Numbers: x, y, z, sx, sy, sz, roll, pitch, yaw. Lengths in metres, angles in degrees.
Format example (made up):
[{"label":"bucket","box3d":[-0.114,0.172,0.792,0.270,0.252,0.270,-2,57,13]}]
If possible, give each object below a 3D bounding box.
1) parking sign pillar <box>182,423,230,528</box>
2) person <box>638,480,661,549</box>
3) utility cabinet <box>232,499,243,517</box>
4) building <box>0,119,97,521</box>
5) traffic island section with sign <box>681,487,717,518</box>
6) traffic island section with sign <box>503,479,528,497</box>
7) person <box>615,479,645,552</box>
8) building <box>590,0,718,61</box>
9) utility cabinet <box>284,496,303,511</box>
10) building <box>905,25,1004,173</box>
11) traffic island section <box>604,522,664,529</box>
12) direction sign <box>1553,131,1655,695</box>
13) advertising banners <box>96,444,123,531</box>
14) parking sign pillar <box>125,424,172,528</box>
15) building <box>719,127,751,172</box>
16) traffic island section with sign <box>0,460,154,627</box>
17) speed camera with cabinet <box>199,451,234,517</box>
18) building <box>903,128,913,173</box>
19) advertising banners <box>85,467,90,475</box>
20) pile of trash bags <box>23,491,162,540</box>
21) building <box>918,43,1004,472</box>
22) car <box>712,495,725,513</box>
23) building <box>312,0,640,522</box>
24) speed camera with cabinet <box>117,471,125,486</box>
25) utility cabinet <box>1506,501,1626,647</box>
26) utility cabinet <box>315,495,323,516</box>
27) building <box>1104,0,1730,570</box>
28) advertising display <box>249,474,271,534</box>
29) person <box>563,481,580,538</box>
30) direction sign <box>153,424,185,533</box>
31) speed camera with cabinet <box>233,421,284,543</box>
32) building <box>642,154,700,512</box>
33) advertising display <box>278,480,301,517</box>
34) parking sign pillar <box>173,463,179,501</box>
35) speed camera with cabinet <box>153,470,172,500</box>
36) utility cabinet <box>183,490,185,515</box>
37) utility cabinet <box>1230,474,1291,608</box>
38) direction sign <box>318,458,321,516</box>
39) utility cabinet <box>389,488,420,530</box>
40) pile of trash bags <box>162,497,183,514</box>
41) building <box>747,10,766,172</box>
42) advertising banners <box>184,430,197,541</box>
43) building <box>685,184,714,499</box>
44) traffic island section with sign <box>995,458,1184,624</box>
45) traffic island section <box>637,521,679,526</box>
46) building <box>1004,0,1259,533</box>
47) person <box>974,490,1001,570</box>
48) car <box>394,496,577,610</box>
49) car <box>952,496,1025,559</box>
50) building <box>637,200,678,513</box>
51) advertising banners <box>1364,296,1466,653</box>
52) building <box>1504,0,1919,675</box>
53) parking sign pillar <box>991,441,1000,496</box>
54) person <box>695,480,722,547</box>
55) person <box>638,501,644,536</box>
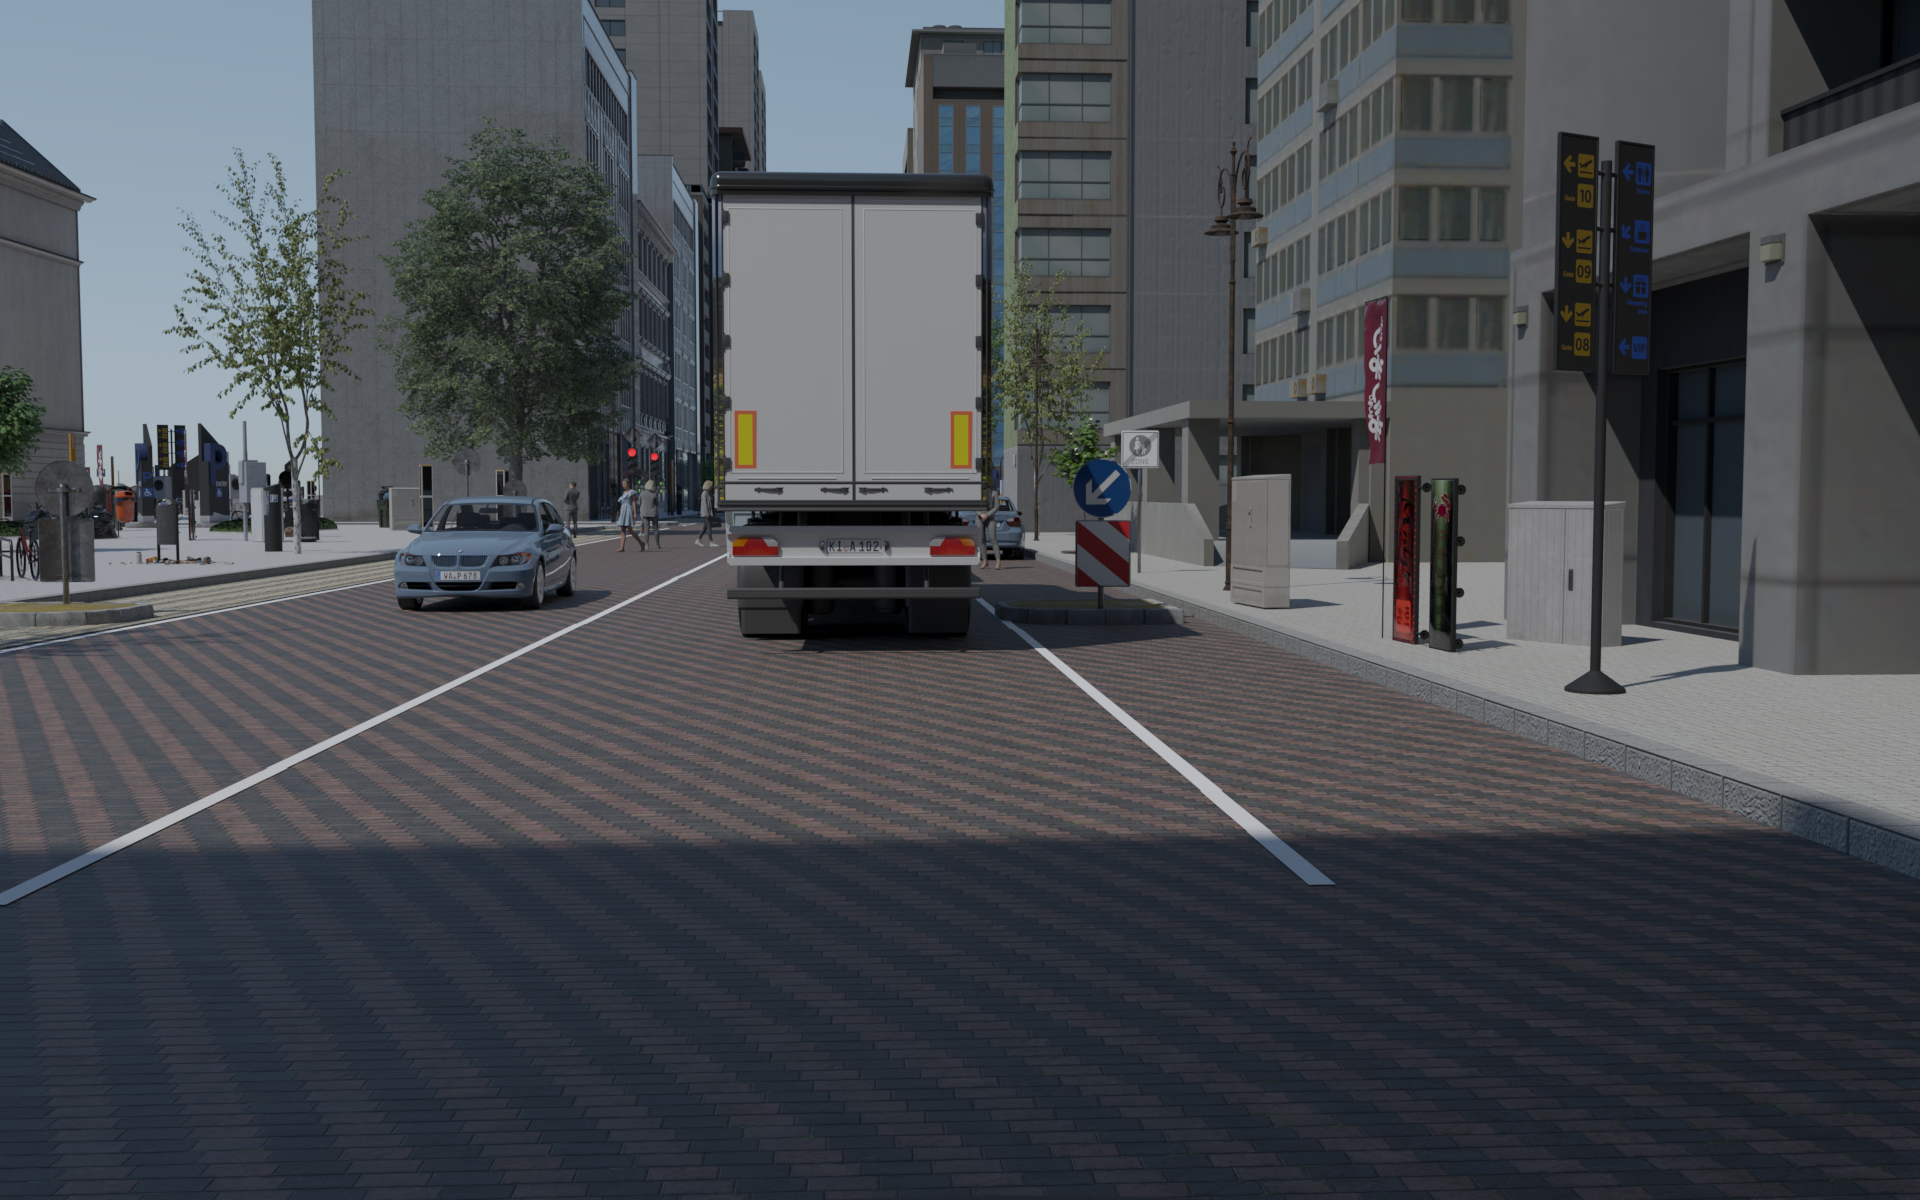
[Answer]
[{"label":"parking sign pillar","box3d":[-28.605,-4.768,66.425,1.447,3.967,1.447,1,4,11]},{"label":"person","box3d":[-8.145,-2.246,45.408,0.537,1.800,0.526,0,4,7]},{"label":"utility cabinet","box3d":[-40.638,-5.279,97.467,1.020,1.237,0.306,-1,4,-13]},{"label":"building","box3d":[-53.142,-13.330,82.577,19.286,19.102,10.561,0,4,-3]},{"label":"traffic island section with sign","box3d":[-15.353,-5.707,101.938,1.989,1.847,2.006,0,4,-3]},{"label":"traffic island section with sign","box3d":[-11.943,-2.309,46.378,1.989,1.847,2.006,0,4,-3]},{"label":"person","box3d":[-8.198,-2.092,42.797,0.778,1.811,0.616,-3,4,-38]},{"label":"building","box3d":[-32.961,-45.148,176.421,20.563,71.187,20.611,0,4,-3]},{"label":"utility cabinet","box3d":[-34.917,-4.870,90.784,1.020,1.237,0.306,1,4,21]},{"label":"building","box3d":[8.591,-37.052,195.037,28.713,52.752,27.495,0,4,-3]},{"label":"traffic island section","box3d":[-13.462,-3.001,71.351,2.009,0.180,2.903,0,4,-3]},{"label":"direction sign","box3d":[4.122,-1.171,11.137,0.876,3.537,0.379,-2,4,-30]},{"label":"advertising banners","box3d":[-29.839,-3.948,60.736,2.074,3.025,0.090,3,5,44]},{"label":"parking sign pillar","box3d":[-30.967,-4.729,65.787,1.447,3.967,1.447,-2,4,-33]},{"label":"building","box3d":[-35.659,-33.481,202.034,22.147,44.769,28.867,0,4,-3]},{"label":"traffic island section with sign","box3d":[-10.287,-0.663,19.472,1.989,1.847,2.006,0,4,-3]},{"label":"speed camera with cabinet","box3d":[-34.047,-5.221,79.705,0.660,3.252,2.038,1,4,22]},{"label":"building","box3d":[3.705,-36.435,219.414,21.300,48.544,21.600,0,4,-3]},{"label":"advertising banners","box3d":[-55.594,-7.077,111.900,2.074,3.025,0.090,-1,4,-17]},{"label":"pile of trash bags","box3d":[-25.111,-2.453,49.851,1.912,1.369,3.447,1,4,17]},{"label":"building","box3d":[2.956,-32.047,174.072,14.600,45.320,14.200,0,4,-3]},{"label":"car","box3d":[-15.951,-6.333,115.548,2.014,1.417,4.499,0,4,-5]},{"label":"building","box3d":[-23.776,-16.563,88.830,12.078,24.808,19.932,0,4,-3]},{"label":"speed camera with cabinet","box3d":[-70.444,-9.256,145.671,0.660,3.252,2.038,-2,4,-33]},{"label":"utility cabinet","box3d":[5.205,-0.231,14.941,0.306,1.237,1.020,-2,4,-31]},{"label":"utility cabinet","box3d":[-38.220,-5.624,103.106,1.020,1.237,0.306,-2,4,-24]},{"label":"building","box3d":[19.977,-21.131,37.380,32.217,40.220,23.993,0,4,-3]},{"label":"advertising display","box3d":[-22.283,-3.053,55.130,0.974,1.923,0.123,2,4,31]},{"label":"person","box3d":[-12.630,-2.920,56.044,0.447,1.846,0.655,3,5,43]},{"label":"direction sign","box3d":[-25.761,-3.955,56.658,0.876,3.537,0.379,-3,5,-39]},{"label":"speed camera with cabinet","box3d":[-18.777,-3.191,46.504,0.660,3.252,2.038,-3,4,-38]},{"label":"building","box3d":[-26.581,-19.109,130.456,12.078,24.808,19.932,0,4,-3]},{"label":"advertising display","box3d":[-30.634,-4.523,79.168,0.974,1.923,0.123,0,4,-4]},{"label":"parking sign pillar","box3d":[-54.127,-8.020,119.592,1.447,3.967,1.447,2,4,27]},{"label":"speed camera with cabinet","box3d":[-40.855,-5.690,87.374,2.038,3.252,0.660,1,4,12]},{"label":"utility cabinet","box3d":[-46.983,-5.937,105.748,0.318,1.500,1.173,0,4,5]},{"label":"utility cabinet","box3d":[3.412,-0.678,19.767,0.318,1.500,1.173,-1,4,-10]},{"label":"direction sign","box3d":[-30.958,-5.606,83.657,0.379,3.537,0.876,-1,4,-20]},{"label":"utility cabinet","box3d":[-19.336,-3.177,60.621,1.173,1.500,0.318,-2,4,-35]},{"label":"pile of trash bags","box3d":[-51.296,-6.192,110.996,3.447,1.369,1.912,1,4,12]},{"label":"building","box3d":[-38.445,-50.361,261.648,20.563,71.187,20.611,0,4,-3]},{"label":"advertising banners","box3d":[-21.307,-3.163,47.904,0.090,3.025,2.074,-1,4,-18]},{"label":"building","box3d":[-29.655,-23.780,160.507,14.160,30.474,14.107,0,4,-3]},{"label":"traffic island section with sign","box3d":[1.428,-0.697,20.020,1.989,1.847,2.006,0,4,-3]},{"label":"traffic island section","box3d":[-13.952,-3.489,79.321,2.009,0.180,2.903,0,4,-3]},{"label":"building","box3d":[8.487,-23.247,63.686,14.154,41.232,14.086,0,4,-3]},{"label":"person","box3d":[0.511,-1.479,32.963,0.520,1.790,0.573,0,4,-1]},{"label":"car","box3d":[-6.207,-0.676,23.063,2.014,1.417,4.499,0,4,-4]},{"label":"car","box3d":[0.469,-1.673,39.349,2.014,1.417,4.499,0,4,-3]},{"label":"building","box3d":[-24.677,-16.734,109.757,11.583,22.565,21.152,0,4,-3]},{"label":"advertising banners","box3d":[3.849,-1.141,14.842,0.090,3.025,2.074,-1,4,-8]},{"label":"building","box3d":[16.377,-34.719,5.913,20.563,71.187,20.611,0,4,-3]},{"label":"parking sign pillar","box3d":[1.399,-6.003,86.618,1.447,3.967,1.447,0,4,1]},{"label":"person","box3d":[-6.887,-2.365,47.350,0.728,1.800,0.709,1,4,14]},{"label":"person","box3d":[-10.849,-2.813,59.175,0.352,1.250,0.332,1,4,22]}]
